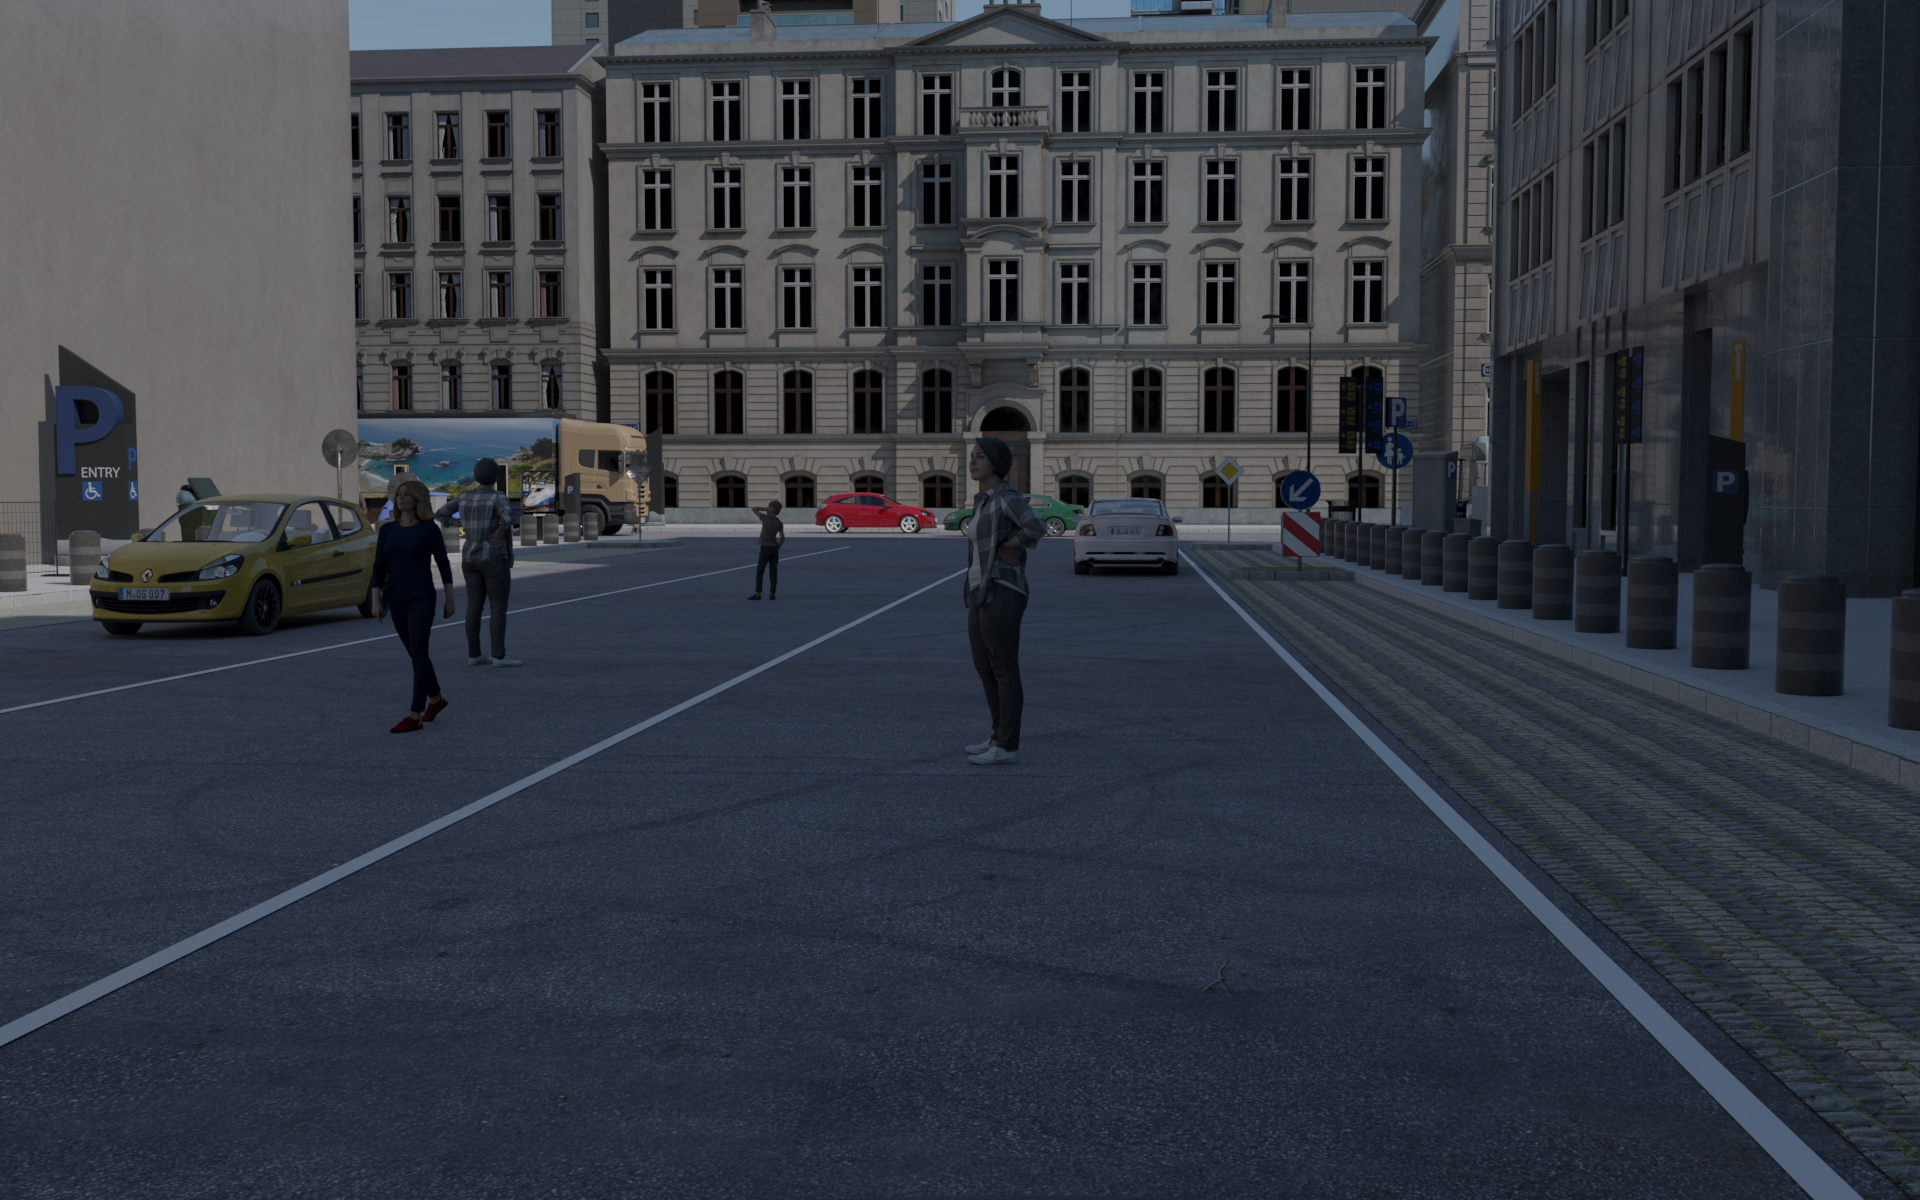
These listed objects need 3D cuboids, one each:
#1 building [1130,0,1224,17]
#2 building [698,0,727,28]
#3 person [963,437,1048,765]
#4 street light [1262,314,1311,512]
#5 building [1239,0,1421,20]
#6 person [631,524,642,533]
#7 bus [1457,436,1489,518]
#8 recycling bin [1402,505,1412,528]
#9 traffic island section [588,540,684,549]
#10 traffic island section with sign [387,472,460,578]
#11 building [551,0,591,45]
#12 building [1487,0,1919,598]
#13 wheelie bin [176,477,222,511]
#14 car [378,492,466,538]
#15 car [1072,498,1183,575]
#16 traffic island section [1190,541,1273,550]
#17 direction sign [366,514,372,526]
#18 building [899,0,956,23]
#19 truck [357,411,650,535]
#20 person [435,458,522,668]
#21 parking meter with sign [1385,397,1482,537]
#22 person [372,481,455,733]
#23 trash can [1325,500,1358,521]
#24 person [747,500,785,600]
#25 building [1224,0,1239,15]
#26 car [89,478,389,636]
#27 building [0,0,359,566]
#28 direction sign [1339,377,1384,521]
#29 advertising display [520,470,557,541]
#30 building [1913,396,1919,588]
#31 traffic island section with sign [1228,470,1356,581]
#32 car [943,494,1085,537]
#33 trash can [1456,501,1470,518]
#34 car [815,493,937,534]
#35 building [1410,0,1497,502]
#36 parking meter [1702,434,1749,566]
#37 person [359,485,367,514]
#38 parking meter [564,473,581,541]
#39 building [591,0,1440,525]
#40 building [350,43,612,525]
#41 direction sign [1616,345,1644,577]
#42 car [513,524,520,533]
[{"bbox_3d":[34.857,-56.510,236.606,31.000,86.520,22.319,0,4,5],"label":"building"},{"bbox_3d":[-12.675,-30.177,143.510,14.600,45.320,14.200,0,4,5],"label":"building"},{"bbox_3d":[0.214,-0.003,9.277,0.376,1.734,0.841,0,4,-7],"label":"person"},{"bbox_3d":[8.480,-4.419,44.793,1.470,5.913,1.316,0,4,5],"label":"street light"},{"bbox_3d":[29.577,-28.000,141.398,14.154,41.232,14.086,0,4,5],"label":"building"},{"bbox_3d":[-11.778,-2.870,63.351,0.347,0.859,0.695,1,4,13],"label":"person"},{"bbox_3d":[20.949,-3.491,51.943,13.247,3.499,2.948,0,4,7],"label":"bus"},{"bbox_3d":[11.082,-1.769,41.471,0.722,1.027,0.722,-2,4,-33],"label":"recycling bin"},{"bbox_3d":[-8.667,-1.501,46.814,2.009,0.180,2.903,0,4,5],"label":"traffic island section"},{"bbox_3d":[-9.880,-1.320,30.216,1.989,1.847,2.006,0,4,5],"label":"traffic island section with sign"},{"bbox_3d":[-32.068,-46.178,193.258,20.611,71.187,20.563,0,4,5],"label":"building"},{"bbox_3d":[17.558,-12.960,29.915,12.078,24.808,19.932,0,4,5],"label":"building"},{"bbox_3d":[-14.566,-1.546,33.177,0.693,1.594,0.980,1,4,15],"label":"wheelie bin"},{"bbox_3d":[-17.184,-2.899,56.988,3.694,1.707,1.945,0,4,7],"label":"car"},{"bbox_3d":[3.091,-1.207,32.099,2.083,1.381,4.827,0,4,6],"label":"car"},{"bbox_3d":[7.056,-1.411,45.349,2.009,0.180,2.903,0,4,5],"label":"traffic island section"},{"bbox_3d":[-24.108,-4.787,70.270,0.379,3.537,0.876,3,5,40],"label":"direction sign"},{"bbox_3d":[-11.508,-46.086,191.755,20.611,71.187,20.563,0,4,5],"label":"building"},{"bbox_3d":[-15.862,-4.354,60.101,11.283,4.237,2.839,0,4,6],"label":"truck"},{"bbox_3d":[-3.960,-0.318,14.428,0.841,1.734,0.376,2,4,32],"label":"person"},{"bbox_3d":[8.381,-2.099,30.586,0.543,3.016,1.738,-3,5,-42],"label":"parking meter with sign"},{"bbox_3d":[-3.345,0.024,10.646,0.480,1.512,0.613,-1,4,-11],"label":"person"},{"bbox_3d":[8.517,-1.650,38.626,0.748,1.137,0.748,0,3,0],"label":"trash can"},{"bbox_3d":[-2.625,-0.675,23.441,0.435,1.345,0.340,-3,5,-39],"label":"person"},{"bbox_3d":[36.977,-45.780,186.748,20.563,71.187,20.611,0,4,5],"label":"building"},{"bbox_3d":[-7.711,-0.525,18.816,2.015,1.641,3.980,0,4,7],"label":"car"},{"bbox_3d":[-33.290,-14.151,35.891,34.151,26.468,19.350,0,4,5],"label":"building"},{"bbox_3d":[7.744,-2.538,33.499,0.876,3.537,0.379,0,4,-8],"label":"direction sign"},{"bbox_3d":[-11.509,-2.575,47.317,0.974,1.923,0.123,-2,4,-35],"label":"advertising display"},{"bbox_3d":[16.814,-11.129,11.630,12.332,23.373,15.834,0,4,5],"label":"building"},{"bbox_3d":[5.581,-1.266,29.326,1.989,1.847,2.006,0,4,5],"label":"traffic island section with sign"},{"bbox_3d":[1.864,-2.857,58.516,4.920,1.459,2.131,0,4,6],"label":"car"},{"bbox_3d":[10.594,-1.570,37.318,0.748,1.137,0.748,0,3,0],"label":"trash can"},{"bbox_3d":[-3.068,-3.331,63.496,4.494,1.783,2.155,0,4,5],"label":"car"},{"bbox_3d":[32.249,-16.875,73.171,25.104,27.353,12.463,0,4,5],"label":"building"},{"bbox_3d":[7.403,-0.675,16.745,0.399,1.863,0.255,2,4,24],"label":"parking meter"},{"bbox_3d":[-20.275,-3.005,58.190,0.990,1.755,0.434,3,4,39],"label":"person"},{"bbox_3d":[-10.533,-2.530,47.082,0.399,1.863,0.255,1,4,20],"label":"parking meter"},{"bbox_3d":[2.392,-15.760,76.762,34.723,24.649,14.460,0,4,5],"label":"building"},{"bbox_3d":[-24.177,-13.955,77.313,18.267,20.994,9.793,0,4,5],"label":"building"},{"bbox_3d":[10.373,-2.134,26.891,0.379,3.537,0.876,0,4,-3],"label":"direction sign"},{"bbox_3d":[-17.500,-3.318,64.476,3.980,1.641,2.015,0,4,4],"label":"car"}]
